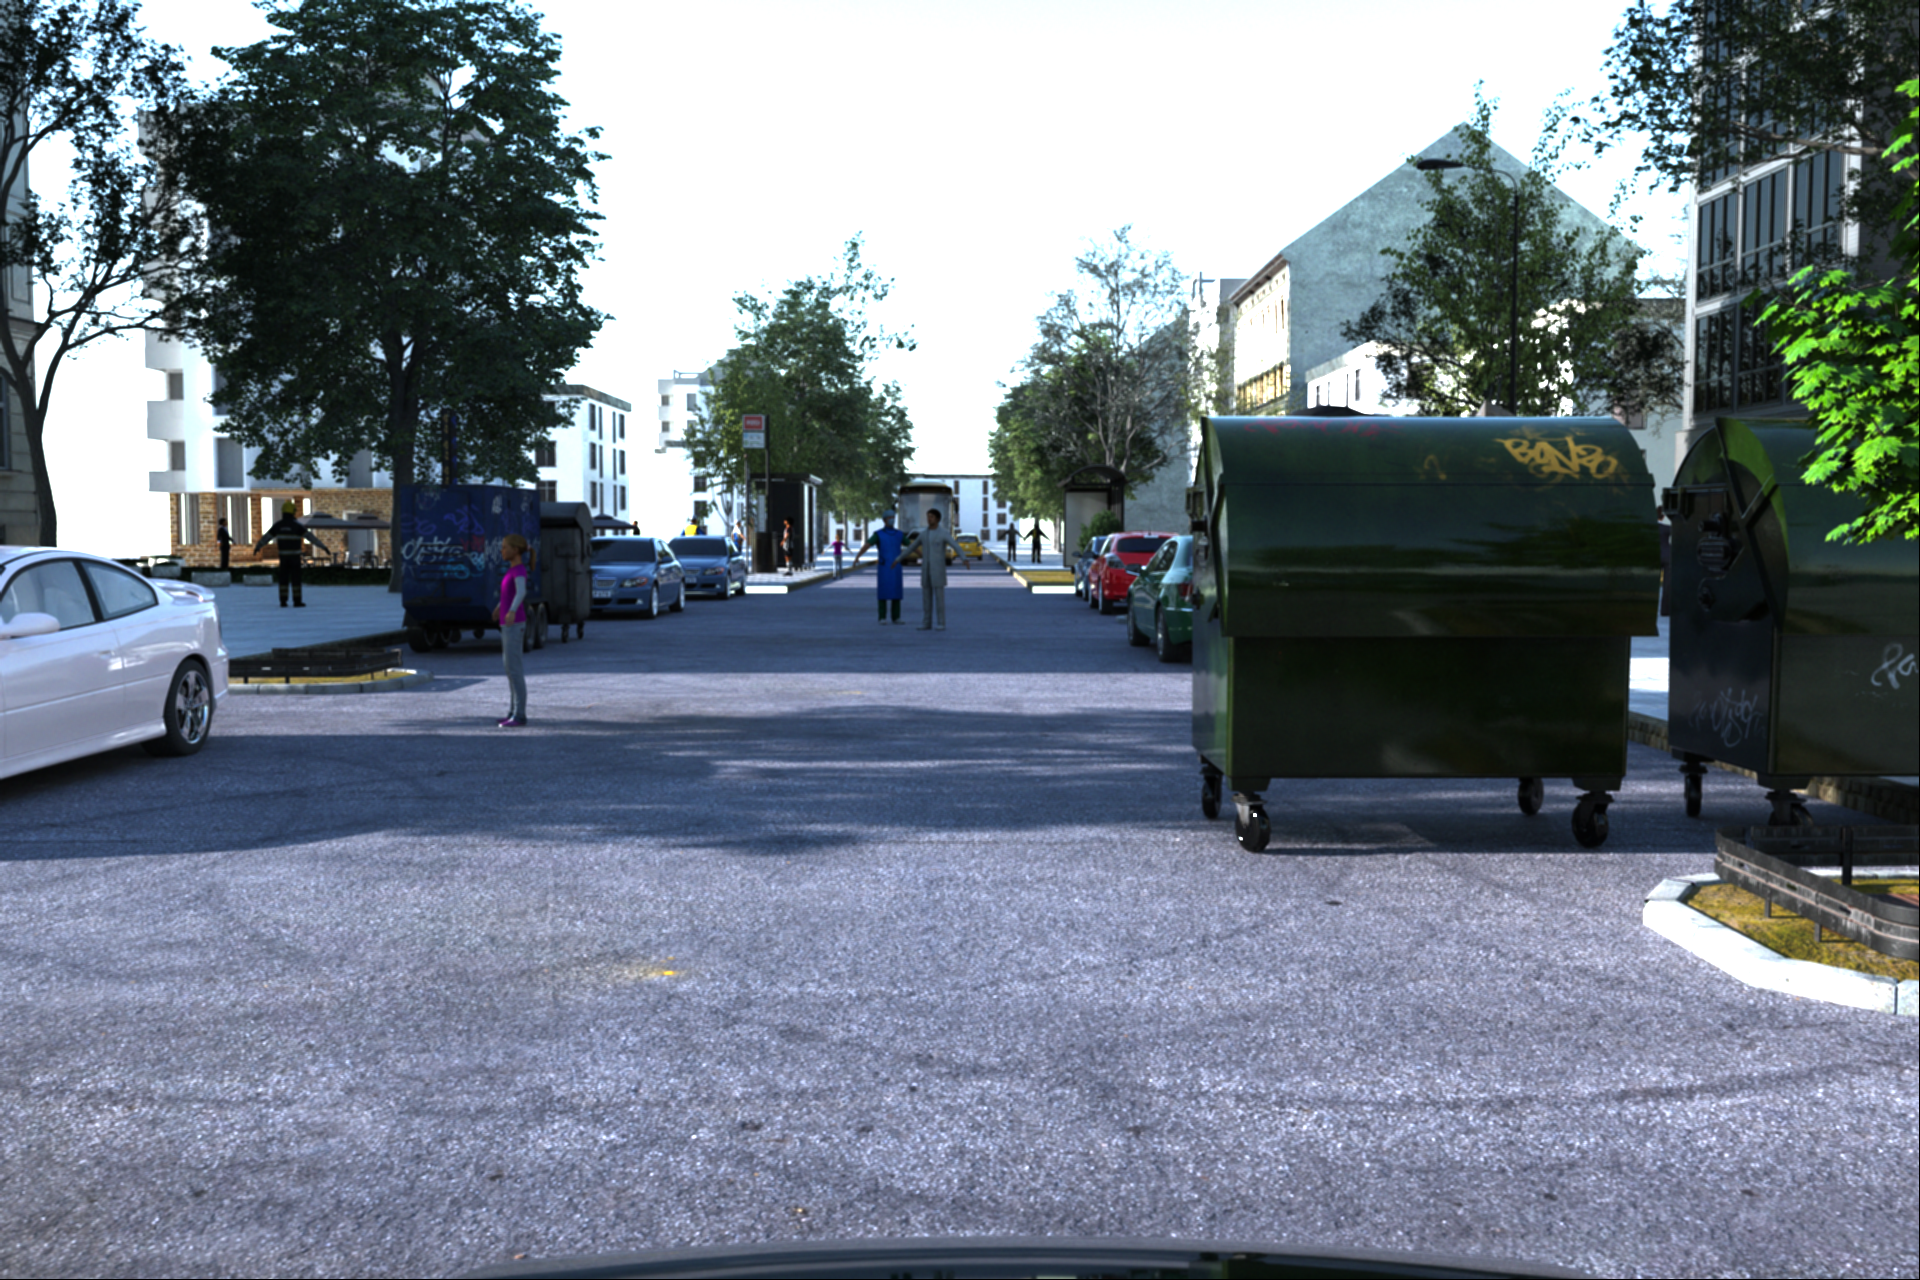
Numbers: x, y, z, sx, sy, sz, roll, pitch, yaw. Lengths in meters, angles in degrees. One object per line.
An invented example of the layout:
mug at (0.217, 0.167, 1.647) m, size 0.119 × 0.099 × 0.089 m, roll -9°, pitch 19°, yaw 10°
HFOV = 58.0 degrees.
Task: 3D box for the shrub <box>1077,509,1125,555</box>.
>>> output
shrub at (4.014, -2.636, 47.514) m, size 1.690 × 2.028 × 1.600 m, roll 0°, pitch 3°, yaw 0°

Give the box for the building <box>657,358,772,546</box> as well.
building at (-26.531, -20.252, 187.531) m, size 16.016 × 20.090 × 11.380 m, roll 0°, pitch 3°, yaw 0°

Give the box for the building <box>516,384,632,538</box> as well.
building at (-25.508, -10.321, 110.901) m, size 9.099 × 9.664 × 28.070 m, roll 0°, pitch 4°, yaw 0°

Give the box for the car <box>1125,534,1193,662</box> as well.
car at (3.110, -0.549, 20.769) m, size 2.131 × 1.459 × 4.920 m, roll 0°, pitch 4°, yaw -1°

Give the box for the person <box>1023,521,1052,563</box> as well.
person at (3.392, -4.339, 76.723) m, size 1.354 × 1.856 × 0.705 m, roll 2°, pitch 4°, yaw 24°

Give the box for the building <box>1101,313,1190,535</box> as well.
building at (23.004, -20.490, 165.940) m, size 19.493 × 23.208 × 18.063 m, roll 0°, pitch 4°, yaw 0°

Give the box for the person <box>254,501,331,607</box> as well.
person at (-11.781, -1.511, 30.476) m, size 1.351 × 1.858 × 0.704 m, roll 0°, pitch 3°, yaw 0°

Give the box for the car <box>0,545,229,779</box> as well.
car at (-5.895, 0.151, 9.895) m, size 2.083 × 1.381 × 4.827 m, roll 0°, pitch 4°, yaw 0°

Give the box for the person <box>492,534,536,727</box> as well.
person at (-3.396, -0.075, 12.942) m, size 0.599 × 1.433 × 0.991 m, roll -1°, pitch 4°, yaw -20°

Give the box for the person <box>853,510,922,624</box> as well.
person at (-1.107, -1.162, 27.575) m, size 1.347 × 1.817 × 0.704 m, roll -2°, pitch 4°, yaw -26°

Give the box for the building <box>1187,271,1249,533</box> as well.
building at (21.797, -16.456, 125.483) m, size 16.016 × 20.090 × 11.380 m, roll 0°, pitch 4°, yaw 0°

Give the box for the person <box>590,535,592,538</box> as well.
person at (-17.870, -4.613, 81.563) m, size 1.346 × 1.812 × 0.704 m, roll -2°, pitch 4°, yaw -29°

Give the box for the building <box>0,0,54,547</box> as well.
building at (-31.813, -12.183, 31.212) m, size 16.112 × 23.069 × 30.059 m, roll 0°, pitch 4°, yaw 1°

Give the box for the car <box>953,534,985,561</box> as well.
car at (0.360, -5.197, 95.191) m, size 2.015 × 1.641 × 3.980 m, roll 0°, pitch 4°, yaw 0°

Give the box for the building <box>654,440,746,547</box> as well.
building at (-25.348, -13.893, 169.293) m, size 9.099 × 9.664 × 28.070 m, roll 0°, pitch 4°, yaw 1°

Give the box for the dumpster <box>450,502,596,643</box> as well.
dumpster at (-5.898, -0.914, 23.167) m, size 1.865 × 1.857 × 1.264 m, roll 0°, pitch 3°, yaw 0°

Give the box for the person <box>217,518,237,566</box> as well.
person at (-20.991, -2.623, 49.604) m, size 0.721 × 1.740 × 1.216 m, roll 0°, pitch 4°, yaw -3°

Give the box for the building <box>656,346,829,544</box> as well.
building at (-25.961, -23.314, 212.109) m, size 19.493 × 23.208 × 18.063 m, roll 0°, pitch 4°, yaw -1°

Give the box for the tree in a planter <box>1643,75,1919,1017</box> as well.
tree in a planter at (3.502, -0.529, 5.875) m, size 1.991 × 3.239 × 1.994 m, roll 0°, pitch 4°, yaw 1°

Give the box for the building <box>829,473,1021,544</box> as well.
building at (-5.476, -17.907, 237.383) m, size 28.070 × 9.664 × 9.099 m, roll -1°, pitch 4°, yaw -9°

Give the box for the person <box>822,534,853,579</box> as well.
person at (-3.876, -2.635, 54.804) m, size 0.991 × 1.433 × 0.599 m, roll -1°, pitch 4°, yaw -15°

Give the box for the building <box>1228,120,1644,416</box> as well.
building at (26.822, -16.559, 101.672) m, size 19.493 × 23.208 × 18.063 m, roll 0°, pitch 4°, yaw 0°

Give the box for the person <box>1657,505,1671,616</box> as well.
person at (11.086, -1.239, 27.105) m, size 0.742 × 1.727 × 0.445 m, roll 0°, pitch 4°, yaw 6°

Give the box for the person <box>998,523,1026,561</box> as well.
person at (2.438, -4.598, 81.313) m, size 1.348 × 1.813 × 0.705 m, roll 0°, pitch 4°, yaw 2°

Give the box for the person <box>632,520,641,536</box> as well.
person at (-12.270, -3.622, 65.451) m, size 0.704 × 1.802 × 1.346 m, roll 0°, pitch 4°, yaw 5°

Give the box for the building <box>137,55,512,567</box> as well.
building at (-26.490, -13.059, 69.929) m, size 16.016 × 20.090 × 11.380 m, roll 0°, pitch 3°, yaw 0°

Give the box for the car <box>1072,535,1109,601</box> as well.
car at (3.510, -1.611, 38.336) m, size 2.014 × 1.417 × 4.499 m, roll 0°, pitch 3°, yaw 0°

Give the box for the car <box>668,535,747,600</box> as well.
car at (-5.888, -1.664, 39.210) m, size 2.014 × 1.417 × 4.499 m, roll 0°, pitch 4°, yaw 0°

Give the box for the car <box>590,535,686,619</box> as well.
car at (-5.984, -1.142, 30.667) m, size 2.014 × 1.417 × 4.499 m, roll 0°, pitch 4°, yaw 0°

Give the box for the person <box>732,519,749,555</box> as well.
person at (-8.400, -3.669, 65.849) m, size 0.705 × 1.847 × 1.347 m, roll -2°, pitch 4°, yaw -32°

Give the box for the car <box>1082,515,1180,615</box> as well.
car at (3.387, -1.422, 32.286) m, size 2.155 × 1.783 × 4.494 m, roll 0°, pitch 4°, yaw 0°

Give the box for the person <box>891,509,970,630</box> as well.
person at (-0.411, -1.056, 25.902) m, size 1.347 × 1.806 × 0.705 m, roll 2°, pitch 4°, yaw 29°

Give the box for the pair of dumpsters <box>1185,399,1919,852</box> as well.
pair of dumpsters at (3.314, -0.205, 8.295) m, size 4.436 × 2.255 × 1.574 m, roll 0°, pitch 4°, yaw -1°

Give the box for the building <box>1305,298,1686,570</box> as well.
building at (22.419, -8.166, 75.656) m, size 9.099 × 9.664 × 28.070 m, roll 0°, pitch 4°, yaw 0°

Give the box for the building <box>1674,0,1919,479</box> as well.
building at (26.802, -13.113, 33.468) m, size 14.314 × 24.678 × 30.058 m, roll 0°, pitch 4°, yaw 1°
